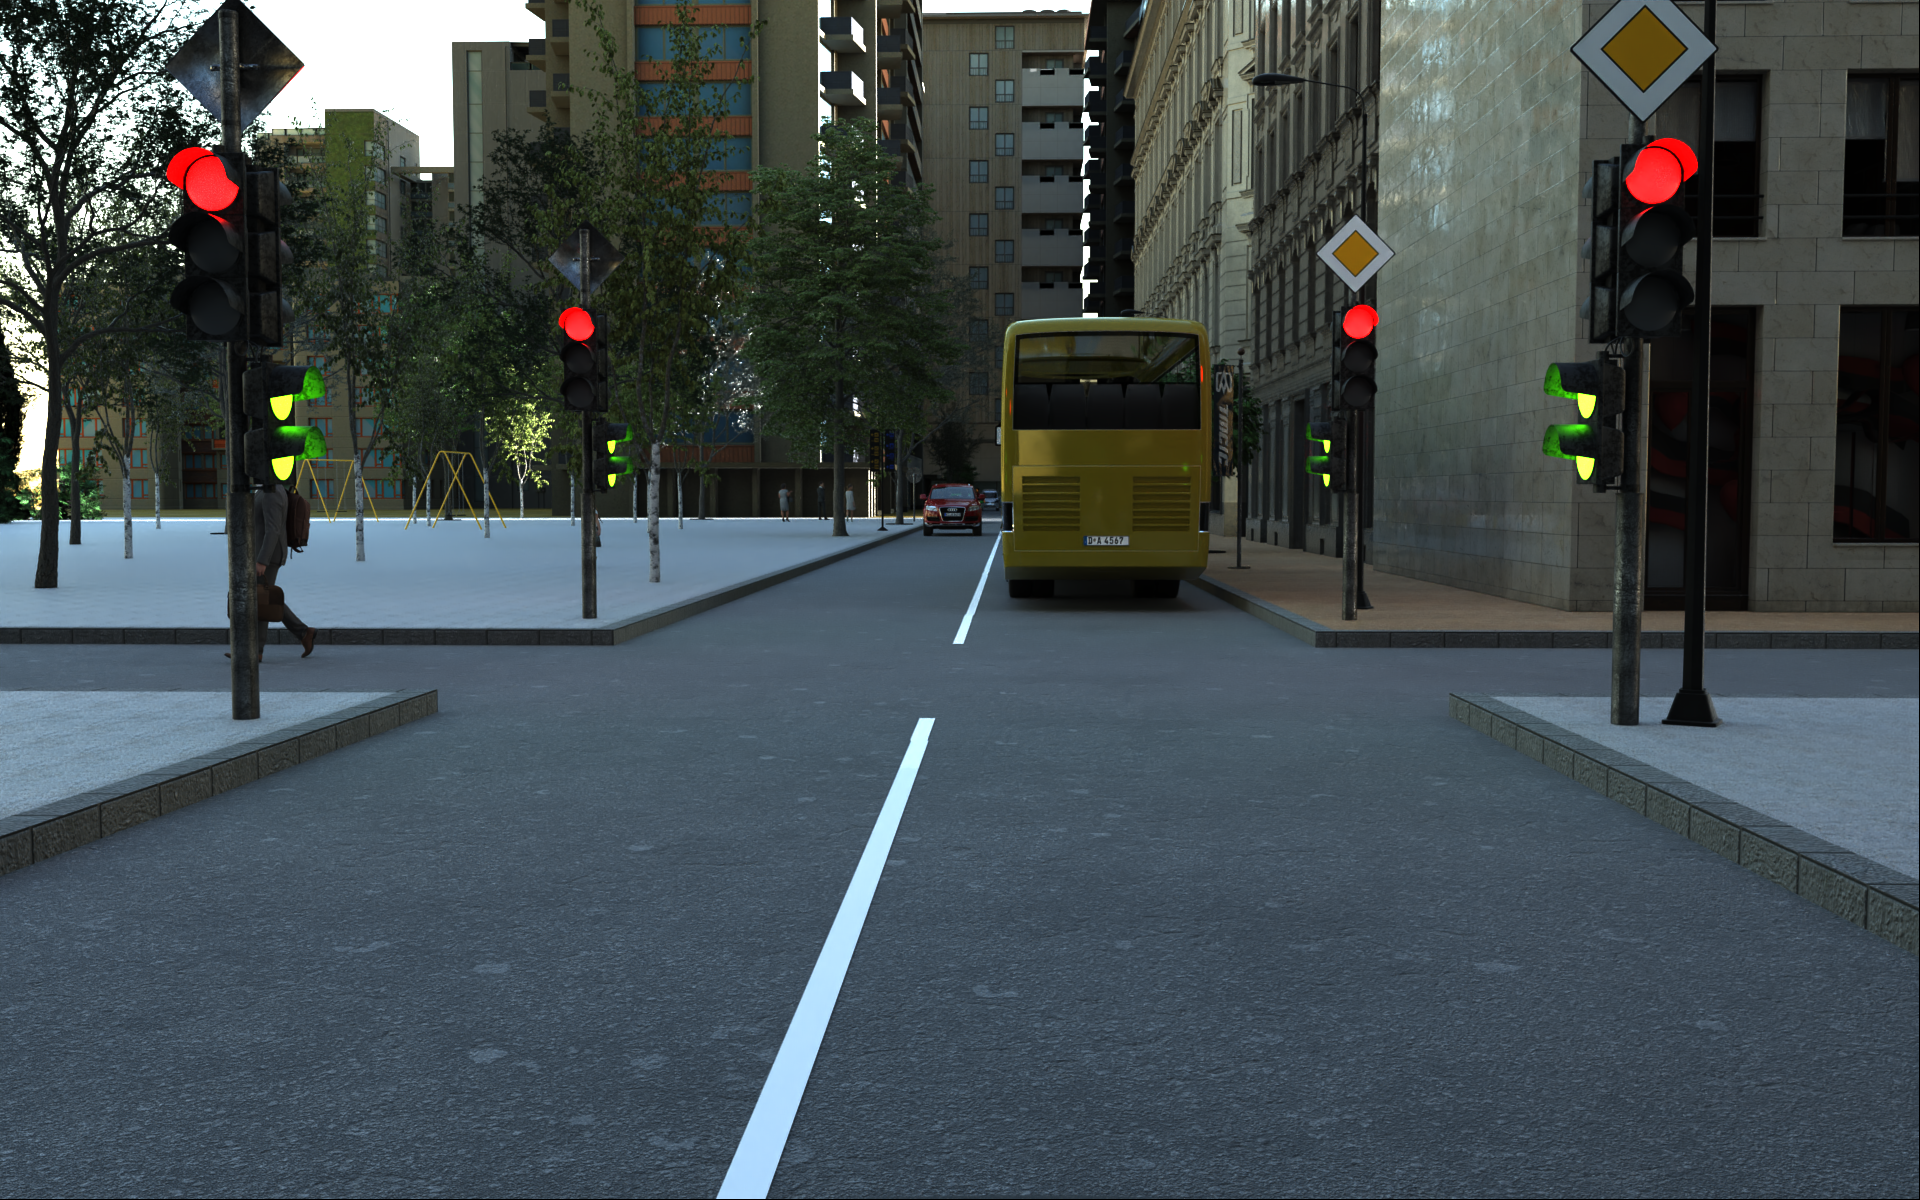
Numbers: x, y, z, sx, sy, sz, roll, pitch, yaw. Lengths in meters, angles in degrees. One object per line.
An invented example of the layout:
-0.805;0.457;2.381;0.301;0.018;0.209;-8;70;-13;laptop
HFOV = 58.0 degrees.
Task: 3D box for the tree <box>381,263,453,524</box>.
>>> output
-13.576;-6.116;50.364;4.737;8.622;4.395;0;3;0;tree

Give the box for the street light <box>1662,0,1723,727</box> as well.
3.560;-2.263;9.544;1.470;5.913;1.316;0;4;2;street light

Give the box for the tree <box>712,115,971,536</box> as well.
-3.556;-8.192;52.074;7.486;12.596;7.792;0;3;0;tree

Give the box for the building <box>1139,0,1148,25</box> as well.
21.255;-49.351;119.554;22.319;86.520;31.000;0;4;2;building

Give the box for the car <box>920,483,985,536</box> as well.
-0.258;-3.200;60.999;2.281;1.827;5.304;0;3;0;car

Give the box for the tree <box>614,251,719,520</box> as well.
-12.839;-10.784;86.682;12.009;13.543;11.850;0;3;0;tree

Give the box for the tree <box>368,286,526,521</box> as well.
-24.925;-9.703;84.406;9.928;11.665;9.643;0;3;0;tree

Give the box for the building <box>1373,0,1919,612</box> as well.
15.203;-10.299;23.133;16.860;20.320;10.420;0;4;2;building

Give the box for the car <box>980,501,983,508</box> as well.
0.181;-4.679;85.297;1.959;1.807;4.718;0;4;1;car

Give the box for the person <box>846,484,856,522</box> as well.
-5.035;-4.444;79.461;0.466;1.731;0.760;0;4;5;person

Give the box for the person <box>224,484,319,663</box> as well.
-5.876;-0.387;14.792;0.822;1.834;0.622;-2;4;-35;person

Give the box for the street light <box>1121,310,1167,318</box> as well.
4.749;-4.354;43.737;1.470;5.913;1.316;0;4;2;street light

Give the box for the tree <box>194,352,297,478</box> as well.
-28.893;-7.309;69.857;4.737;8.622;4.395;0;3;0;tree

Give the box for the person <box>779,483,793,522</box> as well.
-8.072;-4.545;80.706;0.716;1.782;0.532;1;4;22;person

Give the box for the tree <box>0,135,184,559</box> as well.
-16.798;-5.127;34.188;4.360;8.622;3.978;0;3;0;tree

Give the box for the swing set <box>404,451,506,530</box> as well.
-18.603;-4.064;64.062;2.862;2.851;3.119;0;4;3;swing set

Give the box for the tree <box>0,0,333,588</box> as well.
-12.194;-5.450;23.523;7.601;10.594;8.767;-2;4;-25;tree

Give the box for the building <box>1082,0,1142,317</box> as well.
21.985;-30.383;151.381;22.147;44.769;28.867;0;4;2;building

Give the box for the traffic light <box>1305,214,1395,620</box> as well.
3.950;-1.750;17.533;0.839;4.253;0.868;0;4;2;traffic light

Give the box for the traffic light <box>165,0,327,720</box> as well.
-4.067;-1.276;9.787;0.839;4.253;0.868;0;4;2;traffic light

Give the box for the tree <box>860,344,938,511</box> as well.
-3.056;-8.238;85.048;4.737;8.622;4.395;0;3;0;tree

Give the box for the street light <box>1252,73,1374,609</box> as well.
3.924;-2.858;19.277;1.470;5.913;1.316;0;4;2;street light

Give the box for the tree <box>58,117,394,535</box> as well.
-23.160;-8.844;54.965;12.009;13.543;11.850;0;3;0;tree

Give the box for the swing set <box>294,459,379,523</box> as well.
-28.592;-4.949;78.533;2.862;2.851;3.119;2;4;27;swing set

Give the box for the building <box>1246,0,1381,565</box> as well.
12.401;-11.603;38.862;9.793;20.994;18.267;0;4;2;building

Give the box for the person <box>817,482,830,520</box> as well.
-6.832;-4.939;86.154;0.474;1.900;0.648;-3;4;-39;person

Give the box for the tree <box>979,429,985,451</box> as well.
-0.484;-11.781;142.989;4.360;8.622;3.978;0;3;0;tree

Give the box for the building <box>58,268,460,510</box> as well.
-59.394;-18.957;154.980;28.899;21.520;27.650;0;4;2;building

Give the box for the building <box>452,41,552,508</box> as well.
-37.699;-29.156;160.294;14.086;41.232;14.154;0;4;2;building

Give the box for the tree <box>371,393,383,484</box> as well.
-23.726;-7.642;75.311;4.737;8.622;4.395;0;3;0;tree

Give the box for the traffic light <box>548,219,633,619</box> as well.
-3.808;-1.764;17.768;0.839;4.253;0.868;0;4;2;traffic light

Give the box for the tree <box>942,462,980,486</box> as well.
0.092;-10.379;153.412;4.285;4.588;4.351;0;3;0;tree

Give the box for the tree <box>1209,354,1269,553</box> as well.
5.125;-3.321;38.012;4.285;4.588;4.351;0;3;0;tree

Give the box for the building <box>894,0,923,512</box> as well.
-14.037;-31.104;132.257;21.300;48.544;21.600;0;4;2;building

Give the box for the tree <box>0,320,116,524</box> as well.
-47.077;-10.861;79.404;13.155;14.587;18.604;-1;4;-17;tree

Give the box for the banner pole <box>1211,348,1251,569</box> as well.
4.622;-2.423;29.630;0.863;3.779;0.401;-2;4;-34;banner pole

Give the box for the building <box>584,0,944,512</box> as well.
-16.344;-30.671;156.093;28.867;44.769;22.147;0;4;2;building

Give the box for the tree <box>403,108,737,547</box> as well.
-9.107;-6.581;42.006;7.601;10.594;8.767;3;5;43;tree

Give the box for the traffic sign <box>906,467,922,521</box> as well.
-2.142;-4.948;81.011;0.768;2.556;0.104;0;4;6;traffic sign

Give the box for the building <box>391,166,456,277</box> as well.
-47.896;-30.764;194.879;23.993;40.220;32.217;0;4;2;building

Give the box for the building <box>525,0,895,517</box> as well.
-14.235;-27.679;107.179;22.147;44.769;28.867;0;4;2;building

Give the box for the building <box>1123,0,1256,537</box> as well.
16.432;-17.968;70.192;17.030;29.872;44.131;0;4;2;building

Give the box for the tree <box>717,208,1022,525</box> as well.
-2.426;-9.919;72.538;12.009;13.543;11.850;0;3;0;tree

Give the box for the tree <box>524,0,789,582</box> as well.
-4.487;-4.578;25.209;4.737;8.622;4.395;0;3;0;tree

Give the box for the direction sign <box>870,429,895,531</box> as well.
-2.710;-4.191;60.526;0.876;3.537;0.379;0;4;8;direction sign

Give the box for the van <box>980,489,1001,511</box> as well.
2.525;-8.627;148.061;2.013;2.044;4.112;0;4;0;van

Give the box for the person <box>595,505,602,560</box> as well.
-6.353;-1.168;30.149;0.382;1.210;0.505;-3;5;-42;person

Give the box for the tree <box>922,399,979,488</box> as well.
-0.913;-11.436;137.337;4.360;8.622;3.978;0;3;0;tree

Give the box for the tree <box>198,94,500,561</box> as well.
-11.227;-5.044;32.836;4.360;8.622;3.978;0;3;0;tree

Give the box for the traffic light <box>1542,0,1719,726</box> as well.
3.691;-1.262;9.552;0.839;4.253;0.868;0;4;2;traffic light

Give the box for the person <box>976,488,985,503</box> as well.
1.036;-5.952;105.779;1.348;1.831;0.705;3;5;40;person

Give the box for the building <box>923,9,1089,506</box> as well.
2.368;-36.829;191.388;27.495;52.752;28.713;0;4;2;building

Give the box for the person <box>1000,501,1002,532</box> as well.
1.655;-3.293;62.689;0.444;1.785;0.601;3;5;43;person

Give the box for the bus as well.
1.934;-2.155;26.778;2.896;3.916;12.252;0;4;2;bus

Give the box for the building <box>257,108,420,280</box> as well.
-67.188;-30.811;187.356;14.086;41.232;14.154;0;4;2;building
